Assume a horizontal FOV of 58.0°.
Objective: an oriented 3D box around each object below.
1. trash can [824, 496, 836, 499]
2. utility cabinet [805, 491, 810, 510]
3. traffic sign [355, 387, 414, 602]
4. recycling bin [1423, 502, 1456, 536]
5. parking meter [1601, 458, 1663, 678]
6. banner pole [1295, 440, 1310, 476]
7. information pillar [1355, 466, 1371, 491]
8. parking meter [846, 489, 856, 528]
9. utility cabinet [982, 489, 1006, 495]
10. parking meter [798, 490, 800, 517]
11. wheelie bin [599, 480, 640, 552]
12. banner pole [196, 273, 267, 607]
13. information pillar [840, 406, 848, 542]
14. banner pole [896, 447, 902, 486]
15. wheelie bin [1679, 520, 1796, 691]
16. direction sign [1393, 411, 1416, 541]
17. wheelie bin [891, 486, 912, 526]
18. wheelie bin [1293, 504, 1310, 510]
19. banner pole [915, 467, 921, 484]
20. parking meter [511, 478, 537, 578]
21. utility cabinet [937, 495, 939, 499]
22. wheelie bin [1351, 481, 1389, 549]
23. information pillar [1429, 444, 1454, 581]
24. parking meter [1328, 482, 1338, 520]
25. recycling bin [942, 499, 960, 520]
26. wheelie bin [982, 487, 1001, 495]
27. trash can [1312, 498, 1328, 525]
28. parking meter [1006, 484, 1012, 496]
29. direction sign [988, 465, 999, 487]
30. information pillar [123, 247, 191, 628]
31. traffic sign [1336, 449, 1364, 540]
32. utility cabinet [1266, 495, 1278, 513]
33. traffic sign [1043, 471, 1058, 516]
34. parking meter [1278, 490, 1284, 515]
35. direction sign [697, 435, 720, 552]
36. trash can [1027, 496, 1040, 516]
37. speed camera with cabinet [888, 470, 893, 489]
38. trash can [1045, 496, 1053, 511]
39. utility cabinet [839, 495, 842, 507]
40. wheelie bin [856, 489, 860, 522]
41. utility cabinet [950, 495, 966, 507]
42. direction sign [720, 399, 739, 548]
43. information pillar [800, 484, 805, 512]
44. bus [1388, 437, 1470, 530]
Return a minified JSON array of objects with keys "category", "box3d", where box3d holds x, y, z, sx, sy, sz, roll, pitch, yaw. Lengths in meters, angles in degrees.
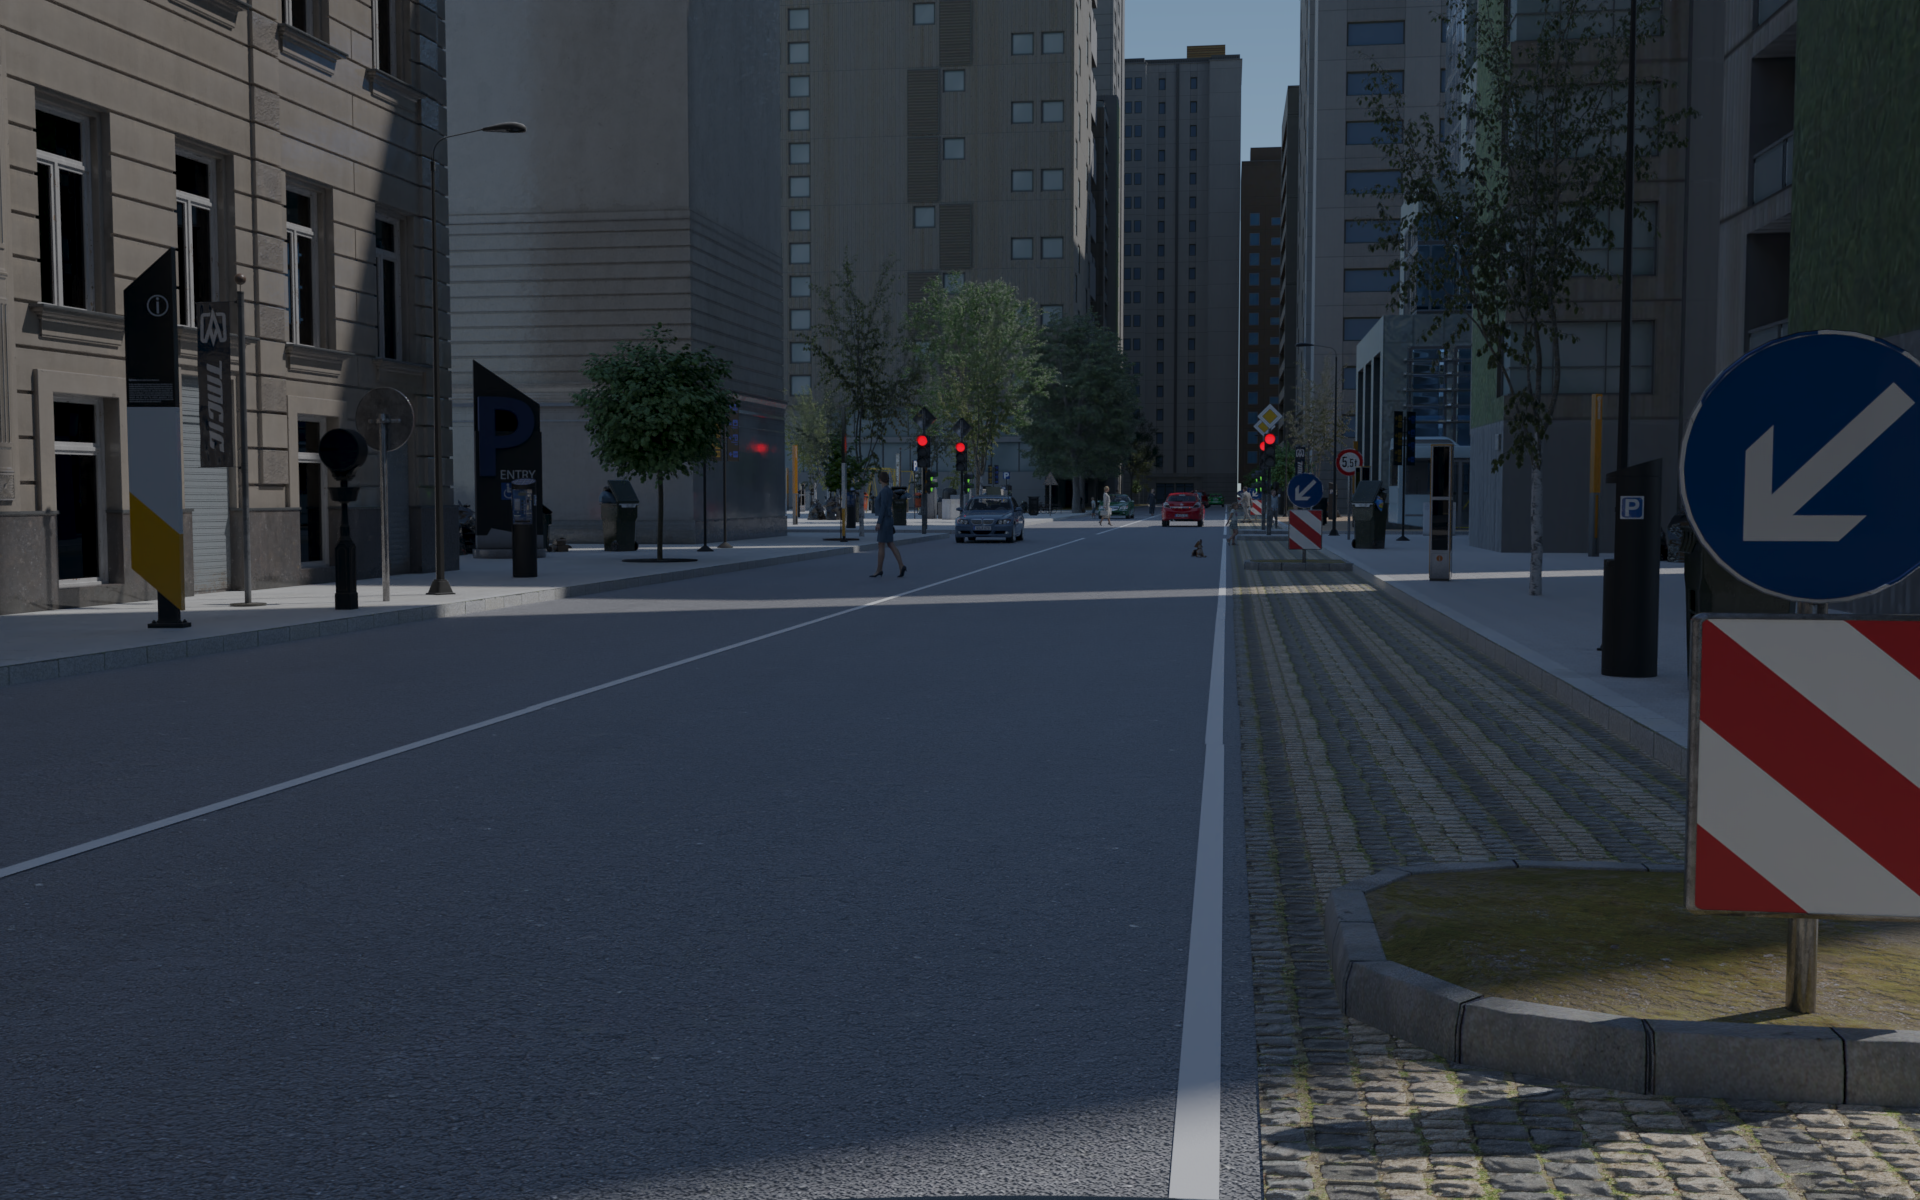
[{"category":"trash can","box3d":[-7.994,-5.816,106.747,0.748,1.137,0.748,0,3,0]},{"category":"utility cabinet","box3d":[-12.057,-7.812,136.405,0.318,1.500,1.173,-1,4,-12]},{"category":"traffic sign","box3d":[-6.861,-1.256,20.634,0.768,2.556,0.104,1,4,12]},{"category":"recycling bin","box3d":[14.770,-2.496,53.356,0.722,1.027,0.722,-2,4,-35]},{"category":"parking meter","box3d":[4.738,-0.233,12.219,0.372,1.533,0.369,0,3,0]},{"category":"banner pole","box3d":[15.968,-5.537,80.548,0.863,3.779,0.401,1,4,20]},{"category":"information pillar","box3d":[10.614,-2.520,45.688,0.304,2.012,0.304,-1,4,-20]},{"category":"parking meter","box3d":[-4.093,-3.460,64.986,0.372,1.533,0.369,0,3,0]},{"category":"utility cabinet","box3d":[1.440,-4.460,81.599,1.173,1.500,0.318,2,4,25]},{"category":"parking meter","box3d":[-9.025,-5.341,95.728,0.372,1.533,0.369,0,3,0]},{"category":"wheelie bin","box3d":[-7.669,-1.891,38.825,0.693,1.594,0.980,3,4,36]},{"category":"banner pole","box3d":[-8.388,-1.824,19.838,0.863,3.779,0.401,1,4,19]},{"category":"information pillar","box3d":[-3.105,-3.368,46.414,0.183,3.616,0.504,0,4,2]},{"category":"banner pole","box3d":[-3.293,-6.312,93.222,0.401,3.779,0.863,-2,4,-25]},{"category":"wheelie bin","box3d":[4.935,-0.187,10.971,0.693,1.594,0.980,1,4,12]},{"category":"direction sign","box3d":[12.164,-3.392,47.460,0.876,3.537,0.379,-3,4,-36]},{"category":"wheelie bin","box3d":[-2.452,-3.833,70.577,0.980,1.594,0.693,0,4,-5]},{"category":"wheelie bin","box3d":[14.589,-4.033,73.851,0.693,1.594,0.980,-1,4,-10]},{"category":"banner pole","box3d":[-3.181,-8.646,131.379,0.863,3.779,0.401,2,4,33]},{"category":"parking meter","box3d":[-6.711,-1.117,26.678,0.372,1.533,0.369,0,3,0]},{"category":"utility cabinet","box3d":[-2.145,-7.556,134.704,1.020,1.237,0.306,0,4,5]},{"category":"wheelie bin","box3d":[9.619,-2.005,40.685,0.693,1.594,0.980,-3,5,-40]},{"category":"information pillar","box3d":[7.105,-1.289,25.561,0.304,2.012,0.304,1,4,21]},{"category":"parking meter","box3d":[18.564,-4.925,86.230,0.399,1.863,0.255,3,4,38]},{"category":"recycling bin","box3d":[-0.415,-4.544,86.848,0.722,1.027,0.722,-3,4,-36]},{"category":"wheelie bin","box3d":[1.404,-4.102,74.974,0.980,1.594,0.693,-1,4,-9]},{"category":"trash can","box3d":[14.724,-3.625,70.914,0.748,1.137,0.748,0,3,0]},{"category":"parking meter","box3d":[2.914,-5.962,103.190,0.255,1.863,0.399,-2,4,-24]},{"category":"direction sign","box3d":[2.594,-8.744,134.959,0.876,3.537,0.379,2,4,23]},{"category":"information pillar","box3d":[-7.679,-1.540,16.536,0.504,3.616,0.183,0,3,0]},{"category":"traffic sign","box3d":[10.915,-2.963,48.554,0.768,2.556,0.104,1,4,18]},{"category":"utility cabinet","box3d":[21.312,-6.541,118.106,0.306,1.237,1.020,-2,4,-25]},{"category":"traffic sign","box3d":[5.192,-6.093,99.617,0.884,2.594,0.081,1,4,13]},{"category":"parking meter","box3d":[20.059,-6.101,108.163,0.372,1.533,0.369,0,3,0]},{"category":"direction sign","box3d":[-5.688,-2.848,38.570,0.379,3.537,0.876,-1,4,-20]},{"category":"trash can","box3d":[4.402,-5.618,103.511,0.748,1.137,0.748,0,3,0]},{"category":"speed camera with cabinet","box3d":[-5.028,-8.861,139.205,0.660,3.252,2.038,-3,5,-44]},{"category":"trash can","box3d":[6.739,-7.320,131.332,0.748,1.137,0.748,0,3,0]},{"category":"utility cabinet","box3d":[-8.406,-6.815,122.581,0.306,1.237,1.020,0,4,-5]},{"category":"wheelie bin","box3d":[-4.728,-4.306,78.318,0.693,1.594,0.980,2,4,33]},{"category":"utility cabinet","box3d":[-0.123,-6.349,114.972,1.020,1.237,0.306,0,4,8]},{"category":"direction sign","box3d":[-5.602,-3.009,41.188,0.379,3.537,0.876,3,5,43]},{"category":"information pillar","box3d":[-11.410,-7.389,125.297,0.304,2.012,0.304,-2,4,-27]},{"category":"bus","box3d":[20.696,-3.718,55.650,13.247,3.499,2.948,0,4,7]}]
